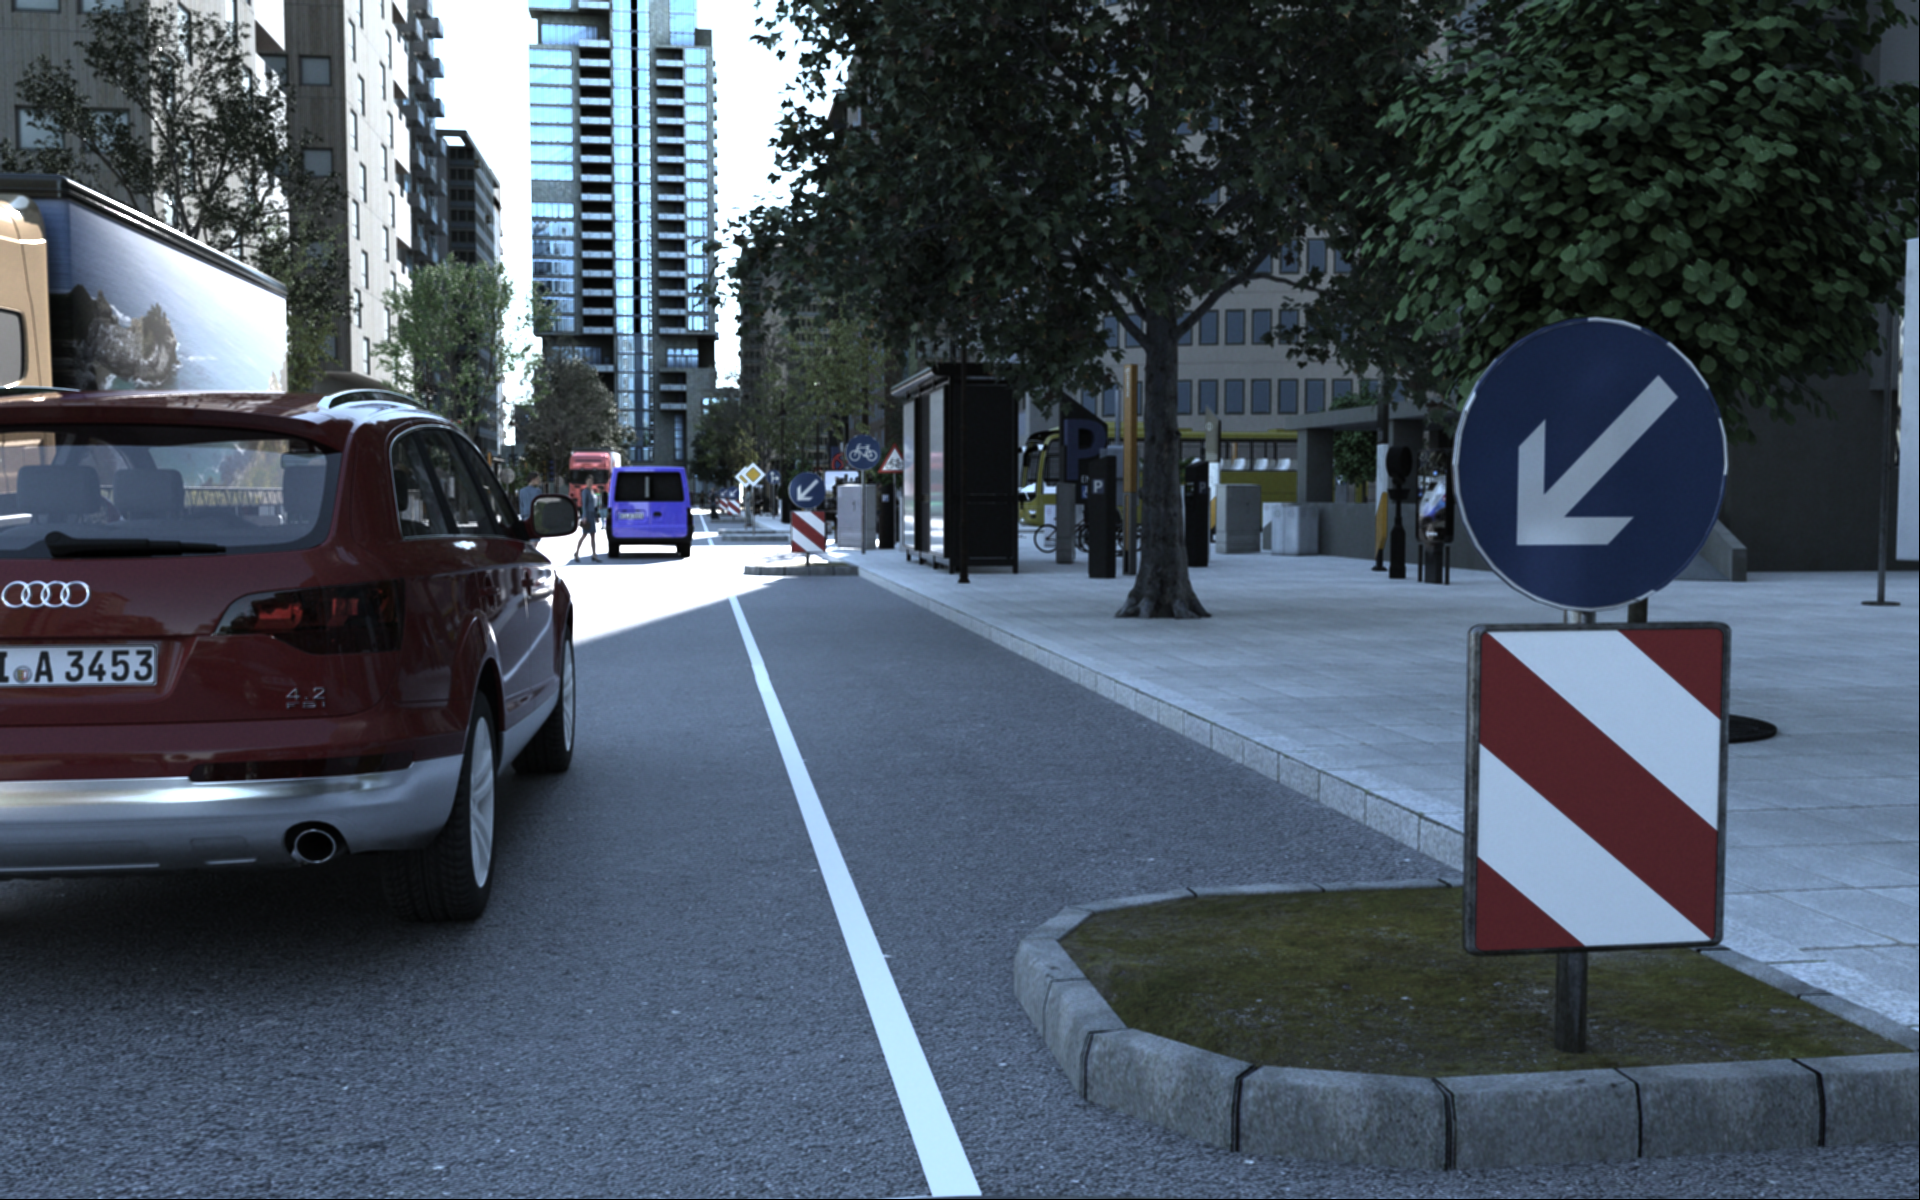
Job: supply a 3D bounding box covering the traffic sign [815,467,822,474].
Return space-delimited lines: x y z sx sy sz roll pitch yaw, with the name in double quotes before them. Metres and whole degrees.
"traffic sign" -6.341 -4.735 77.424 0.884 2.594 0.081 0 4 -8

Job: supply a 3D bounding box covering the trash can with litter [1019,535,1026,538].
"trash can with litter" 1.185 -2.477 51.563 1.678 1.210 2.233 -2 4 -26

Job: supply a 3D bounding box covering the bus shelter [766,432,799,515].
"bus shelter" -11.068 -8.045 109.174 2.179 5.291 8.768 -1 4 -9

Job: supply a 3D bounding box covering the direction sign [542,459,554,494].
"direction sign" -26.497 -7.302 111.390 0.876 3.537 0.379 1 4 19

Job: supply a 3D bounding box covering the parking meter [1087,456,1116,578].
"parking meter" 2.166 -1.269 26.463 0.399 1.863 0.255 3 4 38

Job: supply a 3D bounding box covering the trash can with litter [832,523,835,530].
"trash can with litter" -4.372 -3.153 62.603 1.678 1.210 2.233 1 4 13

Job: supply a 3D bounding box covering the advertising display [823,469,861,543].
"advertising display" -3.065 -2.429 44.935 0.974 1.923 0.123 0 4 4

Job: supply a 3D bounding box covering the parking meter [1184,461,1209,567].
"parking meter" 4.168 -1.518 30.535 0.399 1.863 0.255 -3 5 -39

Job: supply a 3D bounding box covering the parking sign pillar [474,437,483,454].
"parking sign pillar" -23.029 -5.671 81.185 1.447 3.967 1.447 -1 4 -13

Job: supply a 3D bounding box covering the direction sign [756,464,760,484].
"direction sign" -15.241 -8.387 129.119 0.876 3.537 0.379 3 4 38

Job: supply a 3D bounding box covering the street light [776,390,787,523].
"street light" -7.924 -6.400 77.433 0.468 5.910 1.993 -1 4 -9

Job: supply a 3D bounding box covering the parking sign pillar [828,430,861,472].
"parking sign pillar" -4.711 -5.041 70.888 1.447 3.967 1.447 -1 4 -14

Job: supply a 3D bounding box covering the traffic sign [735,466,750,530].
"traffic sign" -7.654 -3.560 61.841 0.795 2.450 0.064 -1 4 -9

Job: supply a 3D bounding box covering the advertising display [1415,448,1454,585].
"advertising display" 6.808 -1.201 24.848 0.123 1.923 0.974 -1 4 -11

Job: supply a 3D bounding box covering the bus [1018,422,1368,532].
"bus" 7.878 -4.180 59.894 12.252 3.916 2.896 -1 4 -10

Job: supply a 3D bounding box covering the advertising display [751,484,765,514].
"advertising display" -12.944 -6.458 110.798 0.974 1.923 0.123 2 4 27

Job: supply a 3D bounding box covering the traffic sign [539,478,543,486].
"traffic sign" -29.471 -7.377 120.711 0.768 2.556 0.104 0 4 -7

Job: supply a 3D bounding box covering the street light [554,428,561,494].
"street light" -27.494 -8.902 118.340 0.468 5.910 1.993 -1 4 -9

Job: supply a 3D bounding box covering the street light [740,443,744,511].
"street light" -16.919 -9.927 135.091 0.468 5.910 1.993 -1 4 -9

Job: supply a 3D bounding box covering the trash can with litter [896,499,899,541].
"trash can with litter" -1.562 -2.162 46.739 0.624 1.170 1.055 3 5 44

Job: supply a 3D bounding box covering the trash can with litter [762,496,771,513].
"trash can with litter" -13.092 -6.565 118.731 1.055 1.170 0.624 2 4 34

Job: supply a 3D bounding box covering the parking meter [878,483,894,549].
"parking meter" -1.729 -1.972 40.655 0.372 1.533 0.369 0 3 0

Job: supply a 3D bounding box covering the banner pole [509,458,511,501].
"banner pole" -30.721 -7.876 118.782 0.401 3.779 0.863 1 4 11

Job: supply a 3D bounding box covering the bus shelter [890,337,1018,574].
"bus shelter" -0.028 -3.321 31.923 2.179 5.291 8.768 -1 4 -9

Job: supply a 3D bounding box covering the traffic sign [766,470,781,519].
"traffic sign" -9.705 -5.510 90.198 0.768 2.556 0.104 0 4 -2

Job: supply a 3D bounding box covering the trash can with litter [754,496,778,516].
"trash can with litter" -11.015 -5.511 101.164 2.233 1.210 1.678 -1 4 -22

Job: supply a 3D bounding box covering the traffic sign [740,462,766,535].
"traffic sign" -6.436 -3.077 53.949 0.795 2.450 0.064 -1 4 -9

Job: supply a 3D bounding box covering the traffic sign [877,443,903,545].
"traffic sign" -1.651 -2.684 43.886 0.884 2.594 0.081 0 4 -3

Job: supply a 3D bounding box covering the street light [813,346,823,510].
"street light" -4.405 -4.942 53.591 0.468 5.910 1.993 -1 4 -9

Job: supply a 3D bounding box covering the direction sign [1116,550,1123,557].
"direction sign" 3.394 -2.663 35.532 0.379 3.537 0.876 0 4 4

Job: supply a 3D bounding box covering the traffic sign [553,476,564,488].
"traffic sign" -27.799 -7.328 119.926 0.768 2.556 0.104 0 4 -2

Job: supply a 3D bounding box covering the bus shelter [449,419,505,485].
"bus shelter" -26.655 -7.209 95.504 2.179 5.291 8.768 -1 4 -9

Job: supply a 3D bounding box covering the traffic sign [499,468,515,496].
"traffic sign" -21.812 -5.098 83.464 0.768 2.556 0.104 0 4 -5

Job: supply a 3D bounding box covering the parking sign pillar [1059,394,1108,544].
"parking sign pillar" 3.256 -3.463 45.092 1.447 3.967 1.447 -1 4 -16

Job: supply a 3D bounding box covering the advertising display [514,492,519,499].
"advertising display" -28.737 -6.596 113.054 0.123 1.923 0.974 2 4 28

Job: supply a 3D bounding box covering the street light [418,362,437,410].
"street light" -18.610 -5.375 60.669 0.468 5.910 1.993 -1 4 -9

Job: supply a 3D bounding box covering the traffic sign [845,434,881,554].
"traffic sign" -2.068 -2.260 37.051 0.768 2.556 0.104 0 4 -2

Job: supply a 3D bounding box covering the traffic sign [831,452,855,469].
"traffic sign" -3.530 -3.214 52.654 0.768 2.556 0.104 0 4 -5

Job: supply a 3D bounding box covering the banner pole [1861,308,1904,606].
"banner pole" 10.873 -1.837 20.045 0.863 3.779 0.401 -2 4 -26

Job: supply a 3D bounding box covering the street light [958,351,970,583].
"street light" 0.056 -3.184 24.841 0.468 5.910 1.993 -1 4 -9

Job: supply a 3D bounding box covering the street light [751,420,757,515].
"street light" -12.637 -8.176 106.463 0.468 5.910 1.993 -1 4 -9

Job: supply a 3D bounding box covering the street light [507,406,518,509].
"street light" -23.067 -7.130 89.368 0.468 5.910 1.993 -1 4 -9
